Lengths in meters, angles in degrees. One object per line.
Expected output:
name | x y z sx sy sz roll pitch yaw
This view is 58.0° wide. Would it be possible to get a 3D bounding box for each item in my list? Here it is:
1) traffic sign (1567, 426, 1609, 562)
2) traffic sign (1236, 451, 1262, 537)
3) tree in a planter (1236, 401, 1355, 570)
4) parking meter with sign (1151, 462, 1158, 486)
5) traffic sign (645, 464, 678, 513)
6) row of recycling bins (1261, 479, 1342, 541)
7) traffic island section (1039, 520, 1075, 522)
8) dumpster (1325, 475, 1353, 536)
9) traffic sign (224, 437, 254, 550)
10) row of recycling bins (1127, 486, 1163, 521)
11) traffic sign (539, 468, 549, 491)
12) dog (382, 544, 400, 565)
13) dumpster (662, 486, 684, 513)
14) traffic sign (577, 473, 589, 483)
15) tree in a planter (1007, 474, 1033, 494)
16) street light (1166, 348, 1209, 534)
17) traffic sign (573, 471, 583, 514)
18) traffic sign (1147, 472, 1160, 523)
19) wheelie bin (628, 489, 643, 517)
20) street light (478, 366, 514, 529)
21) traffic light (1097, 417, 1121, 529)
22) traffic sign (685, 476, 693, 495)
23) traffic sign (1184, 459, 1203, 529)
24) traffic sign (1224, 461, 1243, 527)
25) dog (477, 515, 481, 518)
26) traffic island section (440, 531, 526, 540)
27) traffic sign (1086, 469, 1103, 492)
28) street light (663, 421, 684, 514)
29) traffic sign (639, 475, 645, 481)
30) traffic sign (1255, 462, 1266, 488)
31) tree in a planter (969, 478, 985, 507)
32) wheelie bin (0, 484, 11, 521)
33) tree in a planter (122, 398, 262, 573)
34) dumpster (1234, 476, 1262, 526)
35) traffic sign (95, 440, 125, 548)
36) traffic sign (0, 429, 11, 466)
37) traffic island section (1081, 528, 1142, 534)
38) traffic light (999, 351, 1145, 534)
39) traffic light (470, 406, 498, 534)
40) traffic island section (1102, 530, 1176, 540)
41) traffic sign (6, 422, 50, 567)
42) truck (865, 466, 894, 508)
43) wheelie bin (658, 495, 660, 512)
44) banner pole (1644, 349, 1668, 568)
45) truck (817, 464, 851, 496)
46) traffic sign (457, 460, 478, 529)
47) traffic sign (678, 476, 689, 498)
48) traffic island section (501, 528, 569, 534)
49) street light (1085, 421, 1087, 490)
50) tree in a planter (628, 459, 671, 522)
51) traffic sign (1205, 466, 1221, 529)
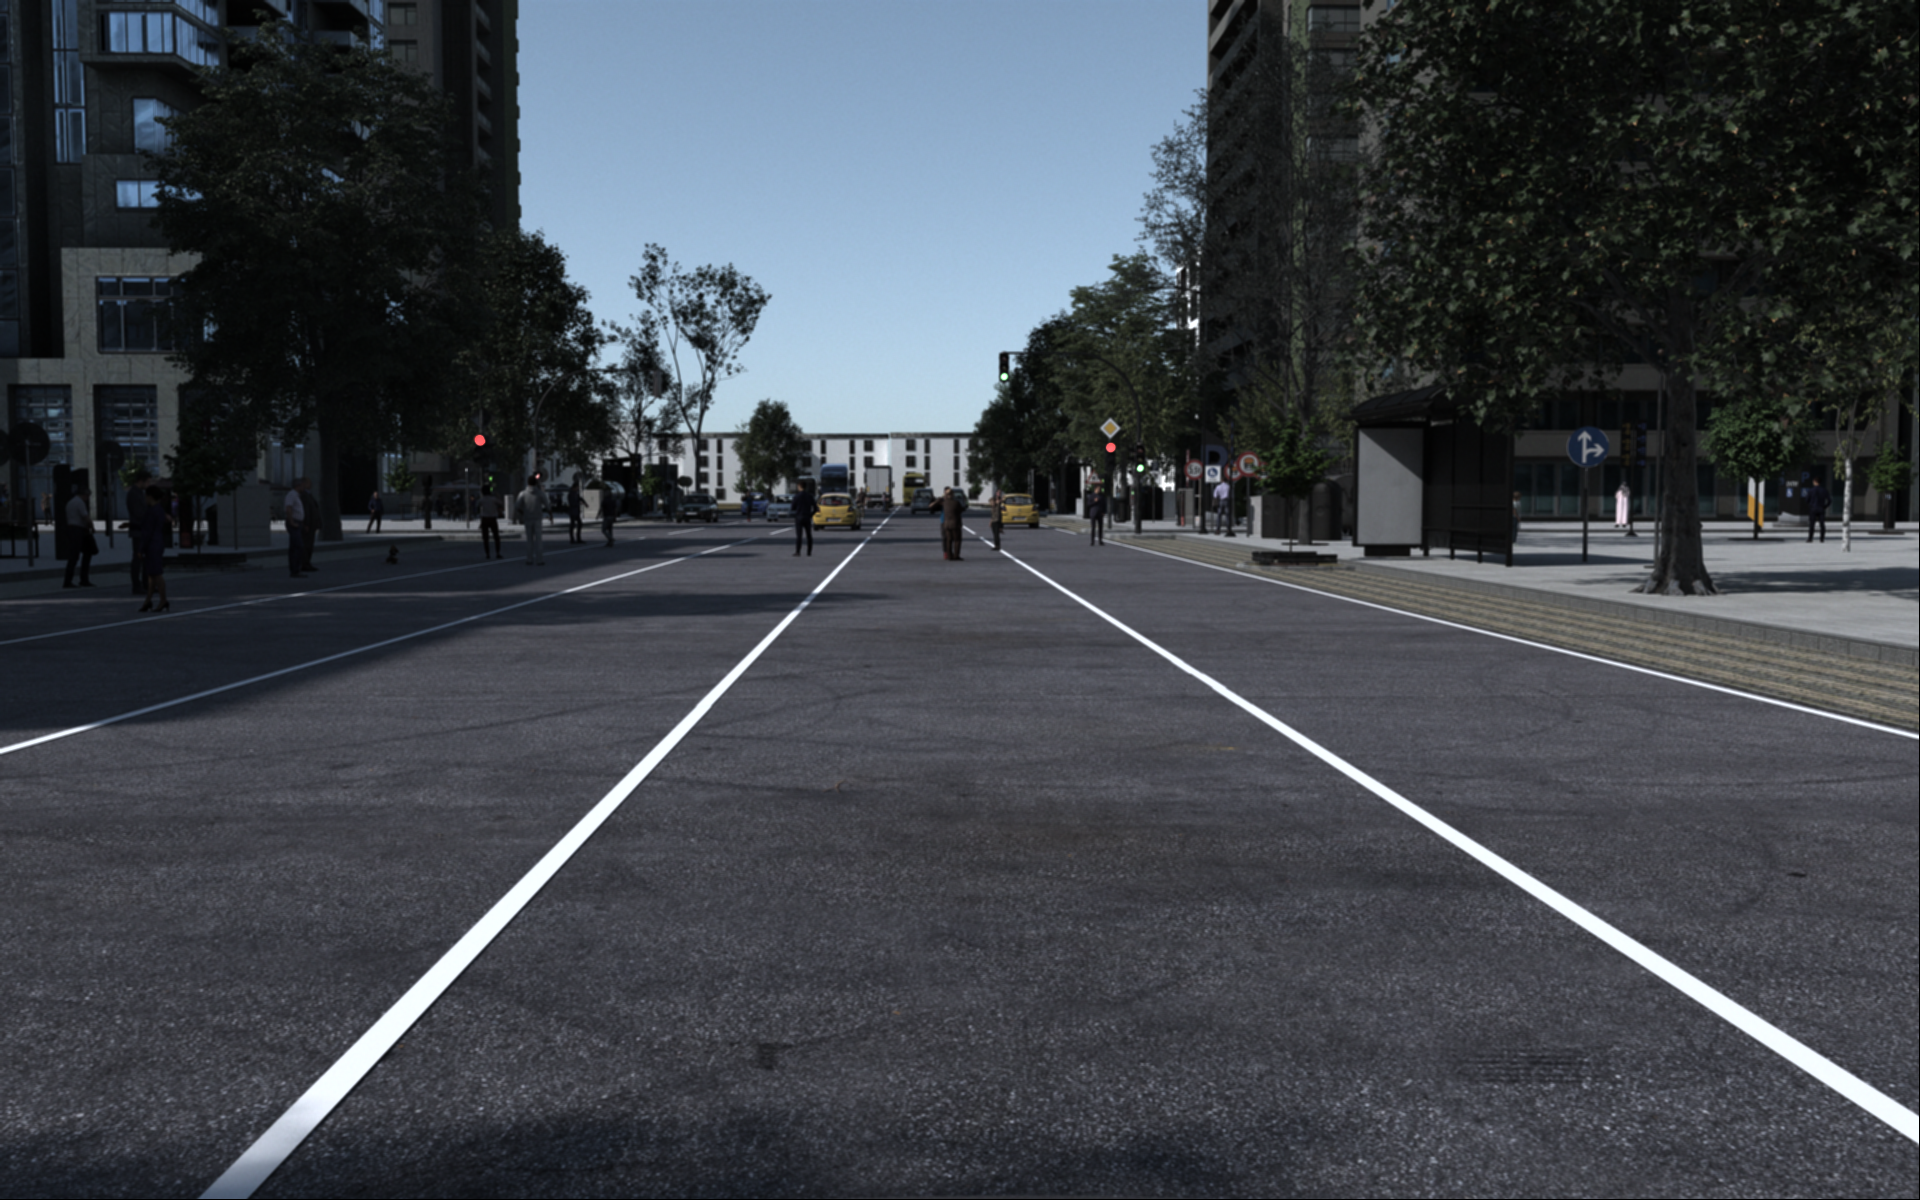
traffic sign | 11.808 -1.991 32.652 0.768 2.556 0.104 0 4 6
traffic sign | 8.546 -3.132 51.317 0.768 2.556 0.104 0 4 0
tree in a planter | 6.361 -2.200 33.188 1.991 3.239 1.994 0 4 -2
parking meter with sign | 9.927 -6.001 94.370 1.738 3.016 0.543 3 5 43
traffic sign | -20.284 -7.576 117.742 2.265 3.308 0.079 0 4 5
row of recycling bins | 9.630 -2.564 49.037 1.069 1.692 3.534 -1 4 -20
traffic island section | 4.816 -4.023 88.640 1.991 0.108 1.994 0 4 -2
dumpster | 12.008 -3.029 55.276 1.264 1.857 1.865 0 4 -2
traffic sign | -16.594 -2.424 39.639 0.884 2.594 0.081 0 4 0
row of recycling bins | 8.940 -4.786 85.370 1.069 1.692 3.534 2 4 33
traffic sign | -19.676 -4.963 81.243 0.768 2.556 0.104 0 4 0
dog | -11.726 -0.939 35.540 0.550 0.427 0.748 2 4 26
dumpster | -19.276 -6.749 116.109 1.264 1.857 1.865 0 4 -2
traffic sign | -20.889 -5.897 96.143 0.795 2.593 0.064 0 4 4
tree in a planter | 4.042 -7.284 116.313 1.991 3.239 1.994 0 4 -2
street light | 7.263 -5.064 55.335 1.470 5.913 1.316 0 4 -2
traffic sign | -21.380 -5.944 97.295 0.768 2.556 0.104 0 4 1
traffic sign | 8.622 -4.585 77.099 0.606 2.300 0.079 0 4 -1
wheelie bin | -18.508 -5.549 98.627 0.693 1.594 0.980 1 4 16
street light | -16.841 -5.526 62.893 1.470 5.913 1.316 0 4 -2
traffic light | 5.479 -4.564 63.546 0.839 4.253 0.868 0 4 -2
traffic sign | -19.668 -7.636 124.954 0.768 2.556 0.104 0 4 0
traffic sign | 8.567 -3.868 63.341 0.768 2.556 0.104 0 4 0
traffic sign | 10.601 -4.101 67.161 0.768 2.556 0.104 0 4 -1
dog | -25.527 -4.580 92.614 0.748 0.427 0.550 0 4 -4
traffic island section | -15.172 -2.008 55.105 2.009 0.180 2.903 0 4 -2
traffic sign | 6.784 -5.358 87.606 0.884 2.594 0.081 0 4 3
street light | -18.101 -8.378 109.519 1.470 5.913 1.316 0 4 -2
traffic sign | -20.545 -6.871 112.452 0.768 2.556 0.104 0 4 5
traffic sign | 11.927 -4.165 68.197 0.768 2.556 0.104 0 4 3
tree in a planter | 1.932 -11.956 192.695 1.991 3.239 1.994 0 4 -2
wheelie bin | -29.512 -2.756 52.964 0.980 1.594 0.693 0 4 3
tree in a planter | -14.207 -2.141 32.236 1.991 3.239 1.994 0 4 -2
dumpster | 11.642 -4.183 70.884 1.502 2.255 1.985 0 4 -2
traffic sign | -20.125 -2.502 41.006 0.768 2.556 0.104 0 4 8
traffic sign | -18.428 -2.014 33.030 0.768 2.556 0.104 0 4 7
traffic island section | 5.520 -2.531 63.661 2.009 0.180 2.903 0 4 -2
traffic light | 3.613 -4.936 55.365 4.771 5.953 1.251 0 4 -2
traffic light | -15.132 -4.040 54.971 0.839 4.253 0.868 0 4 -2
traffic island section | 5.742 -2.043 55.679 2.009 0.180 2.903 0 4 -2
traffic sign | -16.414 -1.861 30.527 0.768 2.556 0.104 0 4 0
truck | -8.203 -11.454 176.190 2.839 4.237 11.283 0 4 -1
wheelie bin | -22.309 -7.207 125.737 0.980 1.594 0.693 -3 4 -38
banner pole | 12.267 -2.451 30.088 0.863 3.779 0.401 -3 4 -37
truck | -11.271 -10.368 159.275 2.967 4.110 18.799 0 4 -2
traffic sign | -18.196 -3.908 63.997 0.768 2.556 0.104 0 4 -1
traffic sign | -19.378 -7.408 121.225 0.768 2.556 0.104 0 4 1
traffic island section | -15.394 -2.496 63.087 2.009 0.180 2.903 0 4 -2
street light | 6.137 -7.304 91.968 1.470 5.913 1.316 0 4 -2
tree in a planter | -15.760 -5.559 88.111 1.991 3.239 1.994 0 4 -2
traffic sign | 9.127 -3.701 62.641 0.606 2.300 0.079 0 4 6
